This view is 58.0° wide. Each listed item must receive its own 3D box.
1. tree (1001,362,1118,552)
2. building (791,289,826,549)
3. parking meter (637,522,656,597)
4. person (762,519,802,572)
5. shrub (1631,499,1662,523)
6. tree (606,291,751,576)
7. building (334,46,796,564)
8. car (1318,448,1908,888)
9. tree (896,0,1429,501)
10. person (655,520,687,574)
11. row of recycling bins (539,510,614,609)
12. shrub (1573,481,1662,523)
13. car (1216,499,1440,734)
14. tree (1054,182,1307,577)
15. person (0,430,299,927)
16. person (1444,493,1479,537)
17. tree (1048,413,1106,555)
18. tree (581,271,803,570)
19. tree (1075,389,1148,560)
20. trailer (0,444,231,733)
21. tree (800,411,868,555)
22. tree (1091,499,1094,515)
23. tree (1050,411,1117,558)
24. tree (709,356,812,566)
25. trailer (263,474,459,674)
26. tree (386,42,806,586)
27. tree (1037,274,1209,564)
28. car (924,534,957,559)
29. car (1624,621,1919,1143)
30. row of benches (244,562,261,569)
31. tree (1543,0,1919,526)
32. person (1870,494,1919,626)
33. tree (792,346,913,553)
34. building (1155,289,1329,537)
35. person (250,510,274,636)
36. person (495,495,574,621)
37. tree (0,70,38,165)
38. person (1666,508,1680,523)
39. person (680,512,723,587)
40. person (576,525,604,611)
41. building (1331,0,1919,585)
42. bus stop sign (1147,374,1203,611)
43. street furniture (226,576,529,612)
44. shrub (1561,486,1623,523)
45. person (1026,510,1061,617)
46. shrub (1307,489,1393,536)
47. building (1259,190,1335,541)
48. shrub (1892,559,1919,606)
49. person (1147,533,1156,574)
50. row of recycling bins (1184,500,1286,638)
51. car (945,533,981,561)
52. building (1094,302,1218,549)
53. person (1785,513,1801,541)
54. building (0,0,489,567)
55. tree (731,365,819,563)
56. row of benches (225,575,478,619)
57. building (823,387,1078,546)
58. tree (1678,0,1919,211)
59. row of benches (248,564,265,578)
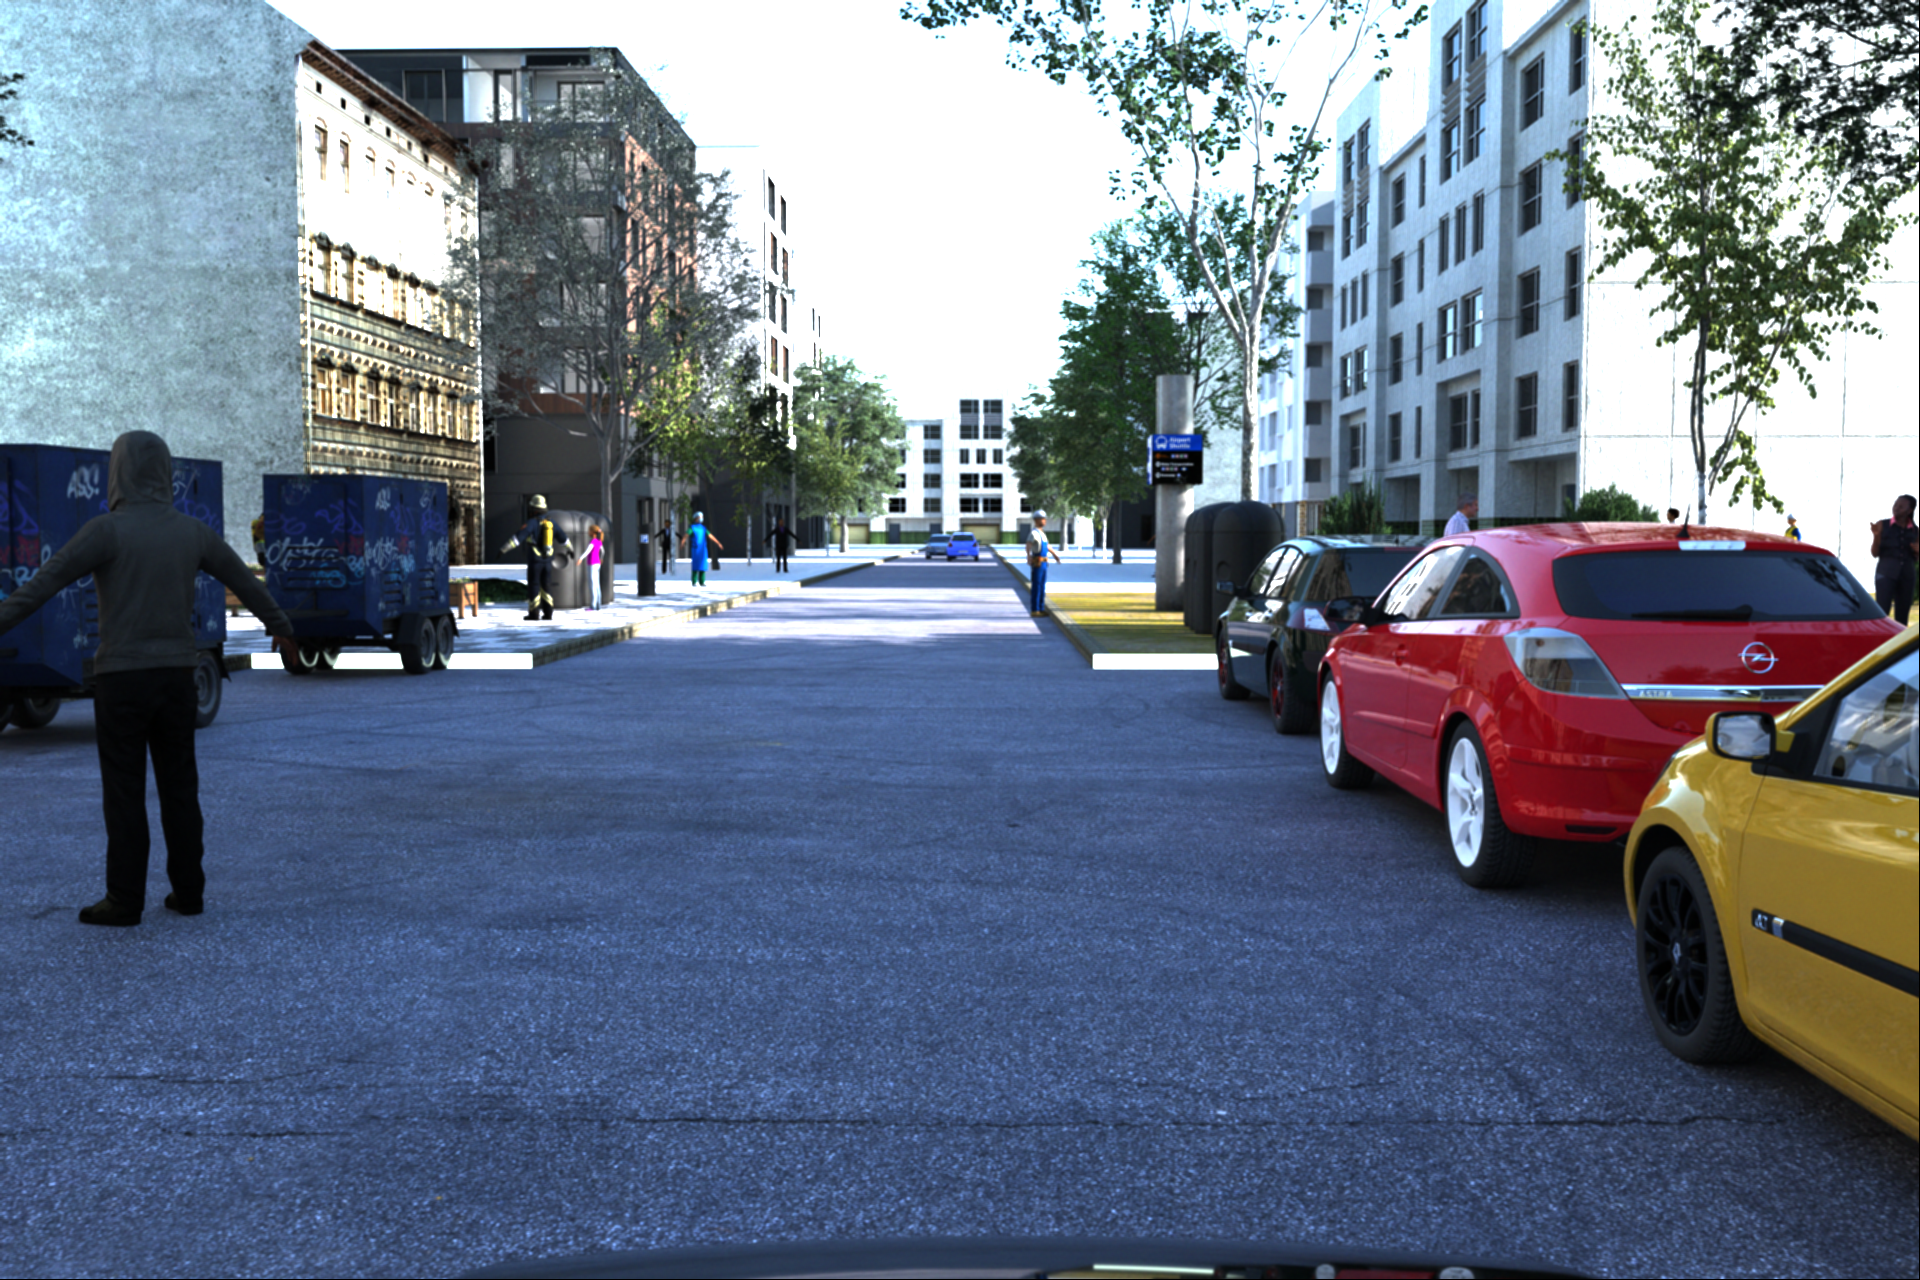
[{"bbox_3d":[7.434,-13.328,124.575,9.857,13.997,8.962,0,3,0],"label":"tree"},{"bbox_3d":[-26.593,-18.285,142.931,27.936,21.610,32.646,0,4,1],"label":"building"},{"bbox_3d":[-6.465,-1.667,35.672,0.372,1.533,0.369,0,3,0],"label":"parking meter"},{"bbox_3d":[-5.974,-3.172,58.091,1.346,1.802,0.704,-1,4,-14],"label":"person"},{"bbox_3d":[12.368,-1.689,32.033,1.690,2.028,1.600,0,3,0],"label":"shrub"},{"bbox_3d":[-8.643,-6.304,53.429,4.737,8.622,4.395,0,3,0],"label":"tree"},{"bbox_3d":[-24.420,-15.022,89.584,27.936,21.610,32.646,0,4,2],"label":"building"},{"bbox_3d":[2.957,0.034,8.484,2.155,1.783,4.494,0,4,1],"label":"car"},{"bbox_3d":[5.397,-11.255,39.914,12.611,20.169,13.585,0,3,0],"label":"tree"},{"bbox_3d":[-9.398,-2.995,55.685,1.216,1.740,0.721,0,4,-5],"label":"person"},{"bbox_3d":[-6.890,-1.470,31.143,1.069,1.692,3.534,0,3,0],"label":"row of recycling bins"},{"bbox_3d":[9.696,-1.342,25.986,1.661,2.075,1.752,0,3,0],"label":"shrub"},{"bbox_3d":[3.120,-0.245,13.799,2.009,1.686,4.222,0,4,0],"label":"car"},{"bbox_3d":[6.457,-7.674,51.225,9.928,11.665,9.643,0,3,0],"label":"tree"},{"bbox_3d":[-3.044,0.131,6.448,0.705,1.813,1.348,3,4,38],"label":"person"},{"bbox_3d":[5.228,-0.670,17.935,0.436,1.711,0.756,2,4,28],"label":"person"},{"bbox_3d":[7.240,-9.422,104.405,4.737,8.622,4.395,0,3,0],"label":"tree"},{"bbox_3d":[-9.013,-7.784,61.673,7.601,10.594,8.767,2,4,26],"label":"tree"},{"bbox_3d":[6.842,-8.210,84.597,4.360,8.622,3.978,0,3,0],"label":"tree"},{"bbox_3d":[-6.294,-0.286,11.727,1.471,1.999,3.904,0,4,1],"label":"trailer"},{"bbox_3d":[-7.713,-9.393,103.936,4.737,8.622,4.395,0,3,0],"label":"tree"},{"bbox_3d":[18.156,-15.852,209.538,4.360,8.622,3.978,0,3,0],"label":"tree"},{"bbox_3d":[7.426,-8.780,93.921,4.360,8.622,3.978,0,3,0],"label":"tree"},{"bbox_3d":[-8.370,-7.314,69.945,4.737,8.622,4.395,0,3,0],"label":"tree"},{"bbox_3d":[-6.157,-0.626,17.280,1.471,1.999,3.904,0,4,0],"label":"trailer"},{"bbox_3d":[-8.743,-8.108,42.930,12.009,13.543,11.850,0,3,0],"label":"tree"},{"bbox_3d":[7.044,-9.534,74.010,7.486,12.596,7.792,0,3,0],"label":"tree"},{"bbox_3d":[-1.078,-5.400,100.289,2.014,1.417,4.499,0,4,1],"label":"car"},{"bbox_3d":[2.770,0.409,3.534,2.015,1.641,3.980,0,4,1],"label":"car"},{"bbox_3d":[-14.119,-1.393,38.232,4.104,0.672,1.422,0,4,8],"label":"row of benches"},{"bbox_3d":[9.315,-4.316,20.929,4.737,8.622,4.395,0,3,0],"label":"tree"},{"bbox_3d":[8.520,-0.506,15.779,0.593,1.643,0.415,-3,4,-38],"label":"person"},{"bbox_3d":[-7.834,-12.789,115.752,9.857,13.997,8.962,0,3,0],"label":"tree"},{"bbox_3d":[26.379,-19.051,142.409,19.493,23.208,18.063,0,4,1],"label":"building"},{"bbox_3d":[-8.610,-0.985,21.870,0.705,1.858,1.354,0,4,1],"label":"person"},{"bbox_3d":[-6.274,-1.222,25.767,0.705,1.856,1.354,3,5,42],"label":"person"},{"bbox_3d":[-12.376,-4.882,14.240,8.767,10.594,7.601,-3,4,-37],"label":"tree"},{"bbox_3d":[14.478,-1.779,35.279,0.705,1.806,1.347,1,4,16],"label":"person"},{"bbox_3d":[-6.334,-2.201,42.106,0.704,1.817,1.347,3,5,39],"label":"person"},{"bbox_3d":[-6.150,-1.196,28.816,0.599,1.433,0.991,1,4,10],"label":"person"},{"bbox_3d":[24.116,-11.743,58.454,16.747,18.905,31.486,0,4,1],"label":"building"},{"bbox_3d":[3.581,-2.440,28.917,0.837,3.901,0.837,0,4,1],"label":"bus stop sign"},{"bbox_3d":[-13.015,-0.954,31.225,10.072,0.657,5.734,0,4,-2],"label":"street furniture"},{"bbox_3d":[10.385,-1.488,28.378,1.661,2.075,1.752,0,3,0],"label":"shrub"},{"bbox_3d":[1.395,-1.327,30.002,0.705,1.847,1.347,2,4,25],"label":"person"},{"bbox_3d":[6.300,-1.467,28.407,1.690,2.028,1.600,0,3,0],"label":"shrub"},{"bbox_3d":[22.022,-14.684,96.498,16.016,20.090,11.380,0,4,1],"label":"building"},{"bbox_3d":[17.059,-1.221,31.073,1.383,1.207,1.383,0,3,0],"label":"shrub"},{"bbox_3d":[6.428,-3.008,55.328,0.704,1.843,1.345,-2,4,-28],"label":"person"},{"bbox_3d":[3.510,-0.950,22.650,1.069,1.692,3.534,0,3,0],"label":"row of recycling bins"},{"bbox_3d":[0.157,-5.073,92.528,1.945,1.707,3.694,0,4,0],"label":"car"},{"bbox_3d":[26.827,-19.882,169.038,27.936,21.610,32.646,0,4,0],"label":"building"},{"bbox_3d":[19.554,-2.108,40.934,0.721,1.772,1.216,0,4,4],"label":"person"},{"bbox_3d":[-29.113,-14.131,61.975,19.493,23.208,18.063,0,4,1],"label":"building"},{"bbox_3d":[-8.193,-7.664,75.662,4.360,8.622,3.978,0,3,0],"label":"tree"},{"bbox_3d":[-9.536,-0.685,26.660,4.104,0.672,1.422,0,4,5],"label":"row of benches"},{"bbox_3d":[-1.836,-21.148,214.687,31.486,18.905,16.747,0,4,-1],"label":"building"},{"bbox_3d":[8.740,-4.728,11.716,7.601,10.594,8.767,-3,5,-43],"label":"tree"},{"bbox_3d":[-15.612,-1.273,36.270,4.104,0.672,1.422,1,4,18],"label":"row of benches"}]
